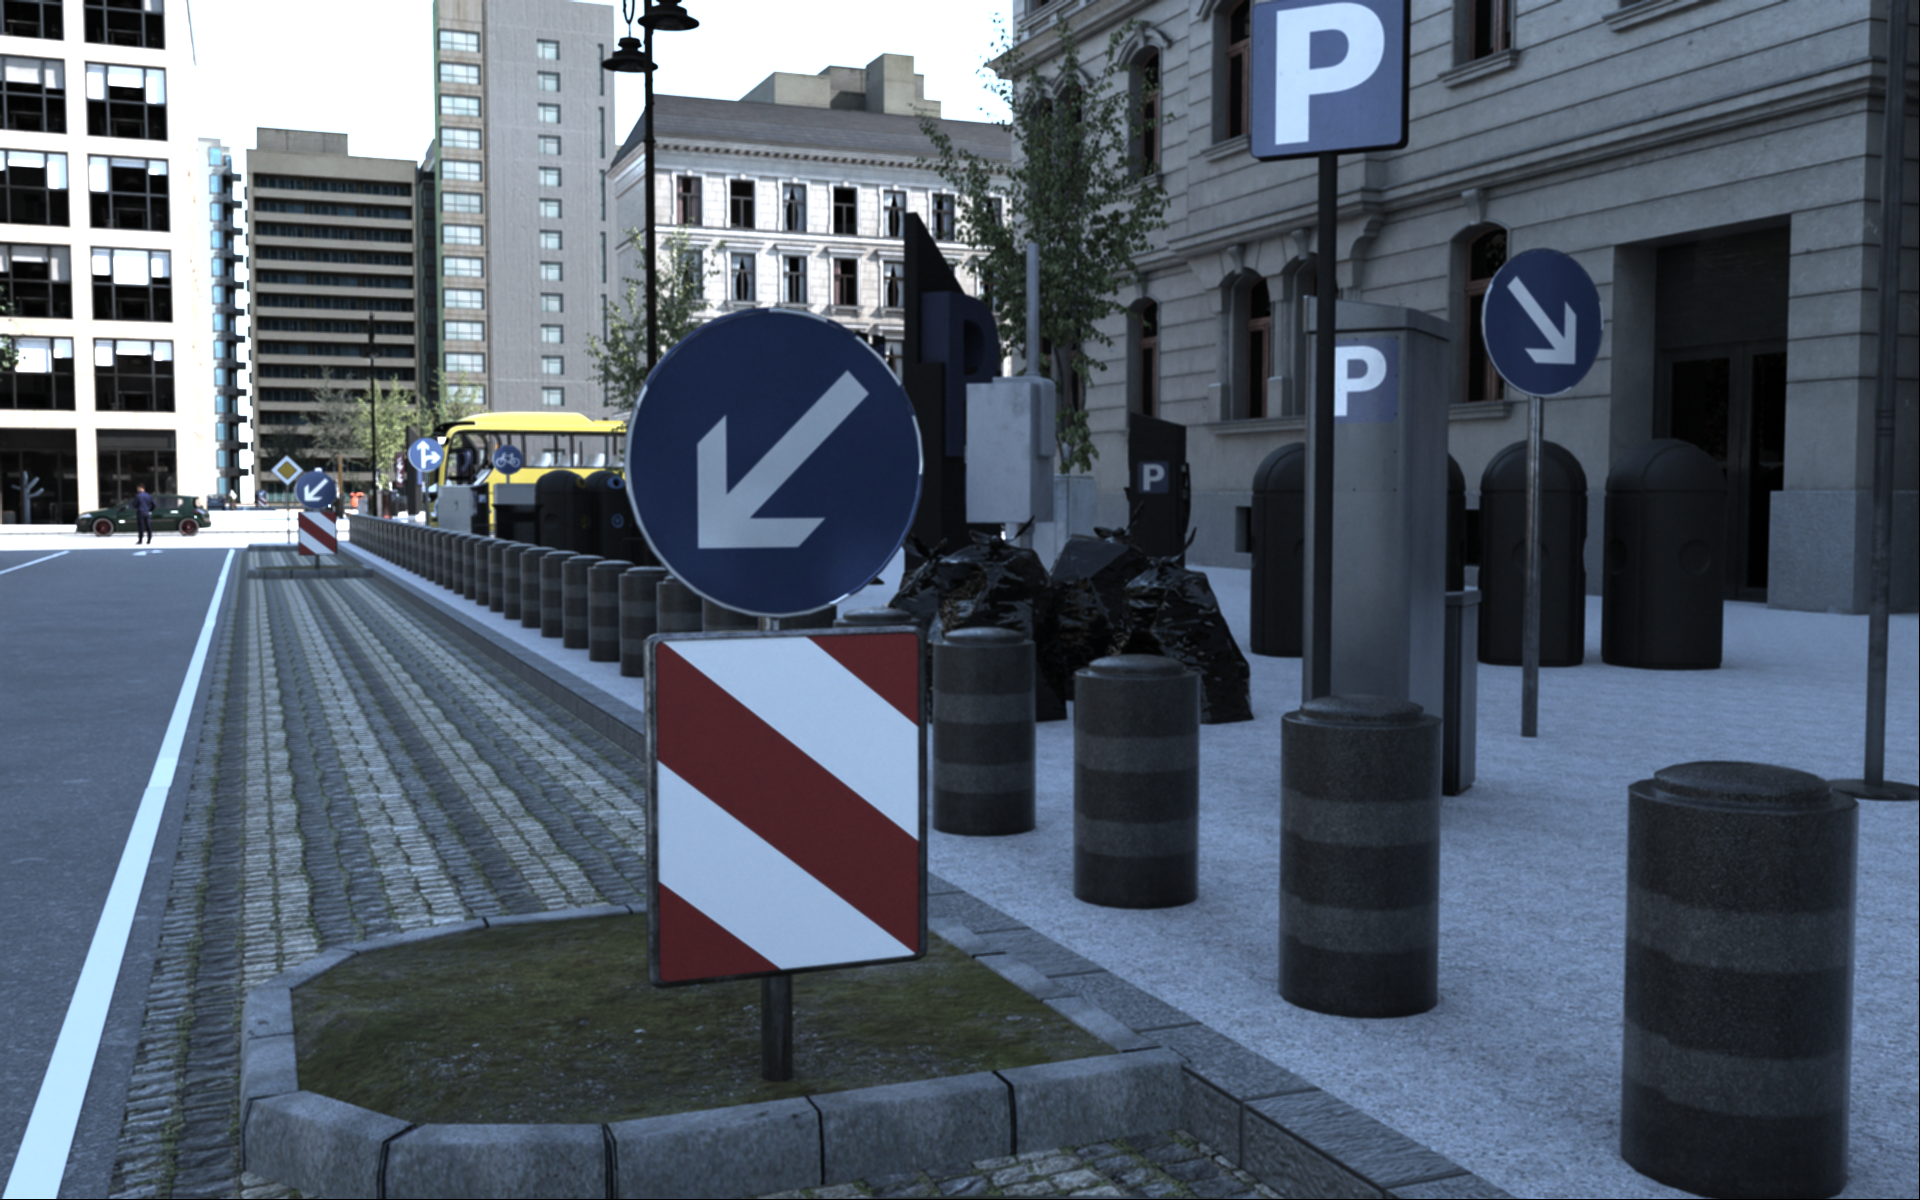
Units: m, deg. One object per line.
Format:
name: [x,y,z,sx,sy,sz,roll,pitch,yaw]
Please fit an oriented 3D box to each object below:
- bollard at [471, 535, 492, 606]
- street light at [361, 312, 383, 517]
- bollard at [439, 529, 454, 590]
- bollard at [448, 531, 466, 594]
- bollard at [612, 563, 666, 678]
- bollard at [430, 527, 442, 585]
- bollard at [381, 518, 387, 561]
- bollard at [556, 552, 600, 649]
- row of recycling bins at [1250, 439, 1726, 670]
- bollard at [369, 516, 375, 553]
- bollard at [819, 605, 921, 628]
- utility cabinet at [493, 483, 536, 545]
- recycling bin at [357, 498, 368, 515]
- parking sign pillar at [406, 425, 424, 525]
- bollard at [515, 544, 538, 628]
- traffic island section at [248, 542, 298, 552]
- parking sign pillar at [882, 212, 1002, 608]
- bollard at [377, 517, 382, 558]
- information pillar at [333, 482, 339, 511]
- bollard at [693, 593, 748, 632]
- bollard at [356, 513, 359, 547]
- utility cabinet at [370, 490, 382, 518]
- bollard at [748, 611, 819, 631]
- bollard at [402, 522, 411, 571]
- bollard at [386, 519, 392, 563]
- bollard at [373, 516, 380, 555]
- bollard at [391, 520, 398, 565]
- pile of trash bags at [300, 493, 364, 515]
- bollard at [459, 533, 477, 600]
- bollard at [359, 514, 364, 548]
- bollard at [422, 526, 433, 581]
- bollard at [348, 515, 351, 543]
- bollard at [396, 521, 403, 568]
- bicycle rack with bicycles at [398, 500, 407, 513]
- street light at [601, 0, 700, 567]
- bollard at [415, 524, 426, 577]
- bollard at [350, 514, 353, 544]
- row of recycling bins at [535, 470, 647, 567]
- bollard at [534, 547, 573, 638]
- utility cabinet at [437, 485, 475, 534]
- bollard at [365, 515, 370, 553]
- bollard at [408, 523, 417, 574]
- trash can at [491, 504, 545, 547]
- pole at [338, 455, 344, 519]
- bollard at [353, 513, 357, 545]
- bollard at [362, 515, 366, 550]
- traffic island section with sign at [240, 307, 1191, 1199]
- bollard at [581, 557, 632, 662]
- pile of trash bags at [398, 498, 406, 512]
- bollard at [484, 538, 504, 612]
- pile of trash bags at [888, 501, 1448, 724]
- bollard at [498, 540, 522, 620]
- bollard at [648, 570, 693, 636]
bollard: [-5.411,-0.328,20.083,0.404,0.777,0.398,0,3,0]
street light: [-14.944,-4.363,44.118,0.468,5.910,1.993,-1,4,-22]
bollard: [-6.783,-0.532,23.423,0.404,0.777,0.398,0,3,0]
bollard: [-6.325,-0.465,22.312,0.404,0.777,0.398,0,3,0]
bollard: [-2.209,0.149,12.276,0.404,0.777,0.398,0,3,0]
bollard: [-7.240,-0.601,24.537,0.404,0.777,0.398,0,3,0]
bollard: [-10.900,-1.146,33.462,0.404,0.777,0.398,0,3,0]
bollard: [-3.124,0.013,14.509,0.404,0.777,0.398,0,3,0]
row of recycling bins: [3.997,-0.385,13.405,3.534,1.692,1.069,1,4,21]
bollard: [-12.271,-1.351,36.807,0.404,0.777,0.398,0,3,0]
bollard: [-0.373,0.423,7.801,0.404,0.777,0.398,0,3,0]
utility cabinet: [-9.100,-1.678,36.121,1.173,1.500,0.318,-2,4,-30]
recycling bin: [-31.024,-4.776,90.645,0.722,1.027,0.722,2,4,31]
parking sign pillar: [-21.347,-4.902,68.614,1.447,3.967,1.447,1,4,19]
bollard: [-4.038,-0.123,16.732,0.404,0.777,0.398,0,3,0]
traffic island section: [-17.179,-1.353,44.399,2.009,0.180,2.903,-1,4,-22]
parking sign pillar: [-0.055,-1.756,17.189,1.447,3.967,1.447,2,4,28]
bollard: [-11.357,-1.215,34.578,0.404,0.777,0.398,0,3,0]
information pillar: [-38.192,-6.212,106.066,0.304,2.012,0.304,0,4,6]
bollard: [-1.288,0.286,10.034,0.404,0.777,0.398,0,3,0]
bollard: [-14.104,-1.624,41.275,0.404,0.777,0.398,0,3,0]
utility cabinet: [-29.275,-4.806,87.262,1.173,1.500,0.318,3,5,43]
bollard: [-0.831,0.354,8.922,0.404,0.777,0.398,0,3,0]
bollard: [-9.069,-0.874,29.001,0.404,0.777,0.398,0,3,0]
bollard: [-10.445,-1.078,32.345,0.404,0.777,0.398,0,3,0]
bollard: [-11.817,-1.283,35.693,0.404,0.777,0.398,0,3,0]
bollard: [-9.989,-1.010,31.228,0.404,0.777,0.398,0,3,0]
pile of trash bags: [-39.131,-6.025,108.267,1.912,1.369,3.447,3,4,36]
bollard: [-5.870,-0.396,21.194,0.404,0.777,0.398,0,3,0]
bollard: [-13.651,-1.556,40.161,0.404,0.777,0.398,0,3,0]
bollard: [-7.701,-0.669,25.655,0.404,0.777,0.398,0,3,0]
bollard: [-15.480,-1.829,44.622,0.404,0.777,0.398,0,3,0]
bollard: [-9.526,-0.942,30.118,0.404,0.777,0.398,0,3,0]
bicycle rack with bicycles: [-37.428,-6.427,118.457,2.852,0.926,2.925,0,4,1]
street light: [-2.454,-2.506,13.755,0.468,5.910,1.993,-1,4,-22]
bollard: [-8.154,-0.737,26.768,0.404,0.777,0.398,0,3,0]
bollard: [-15.021,-1.761,43.502,0.404,0.777,0.398,0,3,0]
row of recycling bins: [-5.875,-1.432,30.527,3.534,1.692,1.069,-3,5,-44]
bollard: [-3.578,-0.055,15.622,0.404,0.777,0.398,0,3,0]
utility cabinet: [-12.359,-2.078,42.655,1.173,1.500,0.318,2,4,33]
bollard: [-12.738,-1.420,37.938,0.404,0.777,0.398,0,3,0]
bollard: [-8.614,-0.806,27.889,0.404,0.777,0.398,0,3,0]
trash can: [-6.259,-0.789,24.561,0.748,1.137,0.748,0,3,0]
pole: [-32.217,-5.888,90.108,0.158,3.312,0.155,0,3,0]
bollard: [-14.566,-1.693,42.390,0.404,0.777,0.398,0,3,0]
bollard: [-13.195,-1.488,39.049,0.404,0.777,0.398,0,3,0]
traffic island section with sign: [-0.768,0.259,4.389,1.989,1.847,2.006,-1,4,-22]
bollard: [-2.669,0.081,13.391,0.404,0.777,0.398,0,3,0]
pile of trash bags: [-41.195,-6.920,122.898,3.447,1.369,1.912,-3,4,-36]
bollard: [-4.955,-0.260,18.971,0.404,0.777,0.398,0,3,0]
pile of trash bags: [1.234,-0.044,10.480,3.447,1.369,1.912,0,4,-6]
bollard: [-4.501,-0.192,17.858,0.404,0.777,0.398,0,3,0]
bollard: [-1.746,0.218,11.148,0.404,0.777,0.398,0,3,0]
